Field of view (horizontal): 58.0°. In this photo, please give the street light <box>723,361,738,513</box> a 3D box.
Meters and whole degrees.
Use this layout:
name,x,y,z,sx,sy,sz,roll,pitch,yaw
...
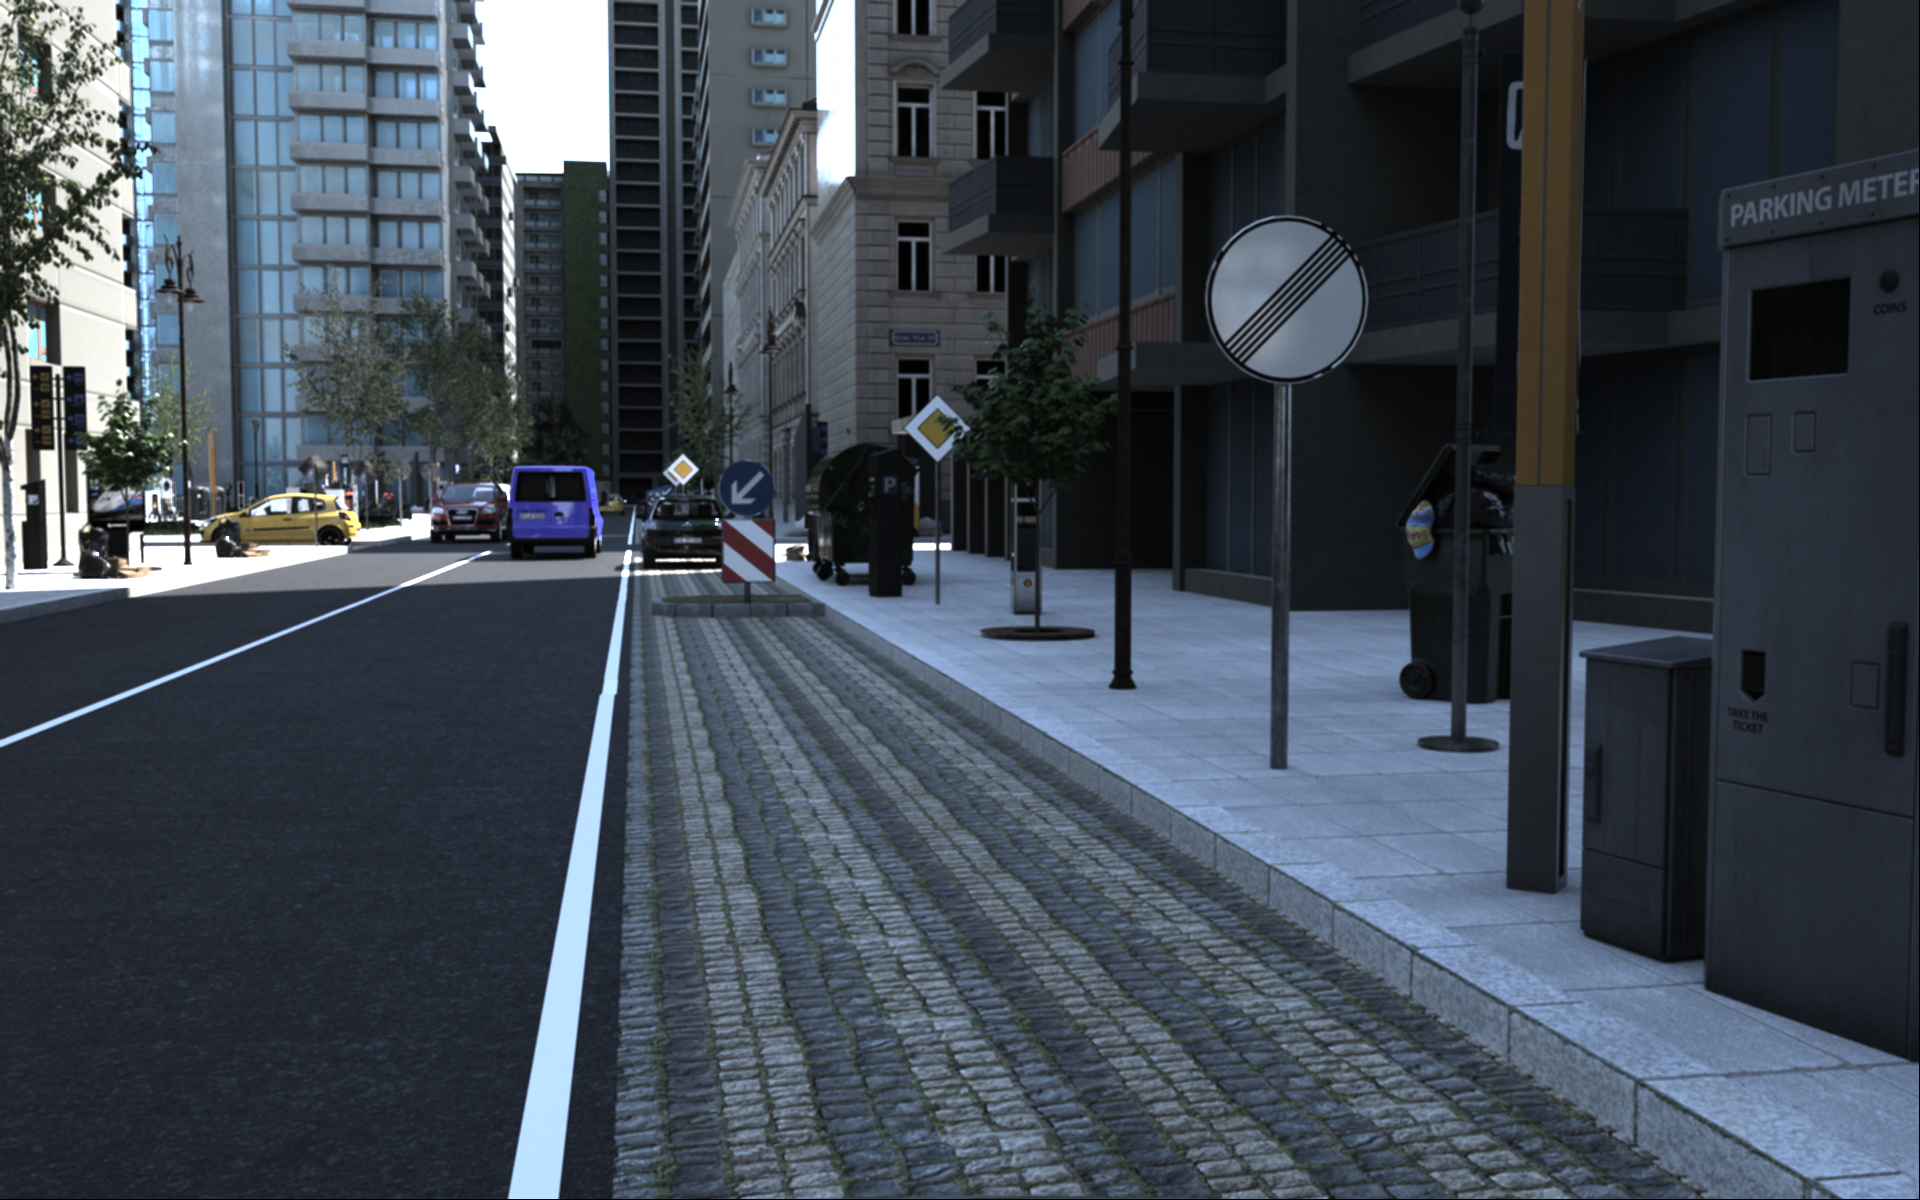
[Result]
name,x,y,z,sx,sy,sz,roll,pitch,yaw
street light,-7.952,-5.343,60.142,0.468,5.910,1.993,-1,4,-11

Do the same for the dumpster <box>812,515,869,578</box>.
name,x,y,z,sx,sy,sz,roll,pitch,yaw
dumpster,-1.649,-1.309,27.167,1.264,1.857,1.865,-1,4,-11

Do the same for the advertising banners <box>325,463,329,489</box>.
name,x,y,z,sx,sy,sz,roll,pitch,yaw
advertising banners,-35.772,-6.170,97.069,0.090,3.025,2.074,0,4,2

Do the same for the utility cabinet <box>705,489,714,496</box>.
name,x,y,z,sx,sy,sz,roll,pitch,yaw
utility cabinet,-11.593,-4.373,80.178,0.318,1.500,1.173,-1,4,-15

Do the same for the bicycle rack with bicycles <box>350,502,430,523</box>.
name,x,y,z,sx,sy,sz,roll,pitch,yaw
bicycle rack with bicycles,-26.079,-3.973,78.341,2.925,0.926,2.852,1,4,12

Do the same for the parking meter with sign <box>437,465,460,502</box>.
name,x,y,z,sx,sy,sz,roll,pitch,yaw
parking meter with sign,-30.544,-6.500,102.535,1.738,3.016,0.543,1,4,9

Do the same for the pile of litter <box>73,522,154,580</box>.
name,x,y,z,sx,sy,sz,roll,pitch,yaw
pile of litter,-13.092,-0.780,26.720,1.176,0.858,1.719,-1,4,-17

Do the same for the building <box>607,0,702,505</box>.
name,x,y,z,sx,sy,sz,roll,pitch,yaw
building,-33.699,-47.754,219.021,20.611,71.187,20.563,-1,4,-11

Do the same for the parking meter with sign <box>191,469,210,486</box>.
name,x,y,z,sx,sy,sz,roll,pitch,yaw
parking meter with sign,-51.934,-7.522,119.245,1.738,3.016,0.543,-1,4,-15

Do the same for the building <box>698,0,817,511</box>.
name,x,y,z,sx,sy,sz,roll,pitch,yaw
building,-10.495,-31.832,144.151,21.300,48.544,21.600,-1,4,-11

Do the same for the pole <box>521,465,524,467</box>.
name,x,y,z,sx,sy,sz,roll,pitch,yaw
pole,-31.103,-7.915,123.246,0.158,3.312,0.155,0,3,0

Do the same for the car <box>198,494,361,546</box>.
name,x,y,z,sx,sy,sz,roll,pitch,yaw
car,-17.982,-2.176,45.808,3.980,1.641,2.015,-1,4,-10

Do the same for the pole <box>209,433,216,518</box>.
name,x,y,z,sx,sy,sz,roll,pitch,yaw
pole,-24.844,-3.898,57.575,0.158,3.312,0.155,0,3,0

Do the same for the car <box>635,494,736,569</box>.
name,x,y,z,sx,sy,sz,roll,pitch,yaw
car,-5.466,-1.516,34.575,2.009,1.686,4.222,-1,4,-10

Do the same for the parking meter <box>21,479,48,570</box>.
name,x,y,z,sx,sy,sz,roll,pitch,yaw
parking meter,-15.760,-1.289,29.482,0.372,1.533,0.369,0,3,0

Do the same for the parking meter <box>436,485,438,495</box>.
name,x,y,z,sx,sy,sz,roll,pitch,yaw
parking meter,-32.750,-6.284,108.456,0.255,1.863,0.399,0,4,-1

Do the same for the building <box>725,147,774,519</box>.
name,x,y,z,sx,sy,sz,roll,pitch,yaw
building,-6.974,-16.070,98.898,11.583,22.565,21.152,-1,4,-11

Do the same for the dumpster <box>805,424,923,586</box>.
name,x,y,z,sx,sy,sz,roll,pitch,yaw
dumpster,-1.388,-1.374,24.962,1.502,2.255,1.985,-1,4,-10

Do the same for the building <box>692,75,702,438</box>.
name,x,y,z,sx,sy,sz,roll,pitch,yaw
building,-16.764,-34.502,183.720,23.786,49.044,30.456,-1,4,-11

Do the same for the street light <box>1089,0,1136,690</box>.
name,x,y,z,sx,sy,sz,roll,pitch,yaw
street light,1.075,-2.354,11.273,0.468,5.910,1.993,-1,4,-11

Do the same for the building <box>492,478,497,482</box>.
name,x,y,z,sx,sy,sz,roll,pitch,yaw
building,-64.078,-26.909,211.659,14.107,30.474,14.160,-1,4,-11

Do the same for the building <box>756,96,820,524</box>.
name,x,y,z,sx,sy,sz,roll,pitch,yaw
building,-3.201,-13.061,78.178,10.561,19.102,19.286,-1,4,-11

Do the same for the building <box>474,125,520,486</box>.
name,x,y,z,sx,sy,sz,roll,pitch,yaw
building,-57.515,-29.608,175.976,23.993,40.220,32.217,-1,4,-11

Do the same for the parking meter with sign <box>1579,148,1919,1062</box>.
name,x,y,z,sx,sy,sz,roll,pitch,yaw
parking meter with sign,2.247,-0.485,4.199,0.543,3.016,1.738,-1,4,-22

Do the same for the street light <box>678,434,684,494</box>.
name,x,y,z,sx,sy,sz,roll,pitch,yaw
street light,-19.936,-9.244,123.932,0.468,5.910,1.993,-1,4,-11

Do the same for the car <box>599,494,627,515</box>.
name,x,y,z,sx,sy,sz,roll,pitch,yaw
car,-23.760,-6.598,118.093,2.015,1.641,3.980,-1,4,-9

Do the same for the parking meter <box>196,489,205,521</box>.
name,x,y,z,sx,sy,sz,roll,pitch,yaw
parking meter,-36.525,-4.580,83.300,0.372,1.533,0.369,0,3,0

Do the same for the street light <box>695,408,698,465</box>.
name,x,y,z,sx,sy,sz,roll,pitch,yaw
street light,-14.022,-7.317,92.425,0.468,5.910,1.993,-1,4,-11

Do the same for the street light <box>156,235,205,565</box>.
name,x,y,z,sx,sy,sz,roll,pitch,yaw
street light,-13.953,-3.568,31.125,0.468,5.910,1.993,-1,4,-11

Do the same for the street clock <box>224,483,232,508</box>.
name,x,y,z,sx,sy,sz,roll,pitch,yaw
street clock,-49.389,-6.869,116.872,0.471,2.002,0.358,1,4,14

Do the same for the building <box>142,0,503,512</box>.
name,x,y,z,sx,sy,sz,roll,pitch,yaw
building,-48.661,-31.481,134.326,23.786,49.044,30.456,-1,4,-11

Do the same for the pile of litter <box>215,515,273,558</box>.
name,x,y,z,sx,sy,sz,roll,pitch,yaw
pile of litter,-14.655,-1.311,35.393,1.176,0.858,1.719,0,4,-4

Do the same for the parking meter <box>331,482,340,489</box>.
name,x,y,z,sx,sy,sz,roll,pitch,yaw
parking meter,-31.291,-4.960,86.807,0.399,1.863,0.255,2,4,35

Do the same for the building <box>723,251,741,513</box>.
name,x,y,z,sx,sy,sz,roll,pitch,yaw
building,-10.418,-16.088,117.782,10.420,20.320,16.860,-1,4,-11

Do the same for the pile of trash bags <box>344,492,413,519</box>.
name,x,y,z,sx,sy,sz,roll,pitch,yaw
pile of trash bags,-29.934,-4.826,88.655,1.912,1.369,3.447,3,5,43

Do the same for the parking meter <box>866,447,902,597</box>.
name,x,y,z,sx,sy,sz,roll,pitch,yaw
parking meter,-0.947,-0.975,21.649,0.399,1.863,0.255,-2,4,-30

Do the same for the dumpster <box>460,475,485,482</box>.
name,x,y,z,sx,sy,sz,roll,pitch,yaw
dumpster,-24.394,-5.165,86.934,1.502,2.255,1.985,-1,4,-10

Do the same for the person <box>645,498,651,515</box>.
name,x,y,z,sx,sy,sz,roll,pitch,yaw
person,-21.579,-6.479,119.935,0.738,1.151,1.012,0,4,4

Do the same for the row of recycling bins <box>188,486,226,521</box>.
name,x,y,z,sx,sy,sz,roll,pitch,yaw
row of recycling bins,-37.314,-4.806,85.691,1.069,1.692,3.534,0,4,-4

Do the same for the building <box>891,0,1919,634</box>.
name,x,y,z,sx,sy,sz,roll,pitch,yaw
building,11.545,-22.806,27.510,22.147,44.769,28.867,-1,4,-11

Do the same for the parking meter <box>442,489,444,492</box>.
name,x,y,z,sx,sy,sz,roll,pitch,yaw
parking meter,-22.535,-4.140,76.094,0.372,1.533,0.369,0,3,0

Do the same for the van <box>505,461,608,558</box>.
name,x,y,z,sx,sy,sz,roll,pitch,yaw
van,-9.374,-2.198,40.321,2.240,2.365,5.245,-1,4,-10

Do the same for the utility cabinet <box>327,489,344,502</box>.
name,x,y,z,sx,sy,sz,roll,pitch,yaw
utility cabinet,-29.710,-4.482,81.964,1.173,1.500,0.318,1,4,17

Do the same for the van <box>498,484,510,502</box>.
name,x,y,z,sx,sy,sz,roll,pitch,yaw
van,-18.804,-3.830,69.626,2.013,2.044,4.112,-1,4,-11

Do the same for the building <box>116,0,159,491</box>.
name,x,y,z,sx,sy,sz,roll,pitch,yaw
building,-85.352,-52.670,173.821,31.000,86.520,22.319,-1,4,-11

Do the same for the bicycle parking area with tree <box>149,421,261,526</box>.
name,x,y,z,sx,sy,sz,roll,pitch,yaw
bicycle parking area with tree,-30.163,-4.932,67.646,8.231,4.147,9.016,1,4,14

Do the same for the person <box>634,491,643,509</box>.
name,x,y,z,sx,sy,sz,roll,pitch,yaw
person,-31.899,-9.945,171.928,0.721,1.723,1.217,2,4,35

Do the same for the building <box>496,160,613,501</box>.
name,x,y,z,sx,sy,sz,roll,pitch,yaw
building,-50.261,-32.448,214.126,14.086,41.232,14.154,-1,4,-11

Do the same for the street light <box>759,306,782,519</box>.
name,x,y,z,sx,sy,sz,roll,pitch,yaw
street light,-4.671,-4.281,42.775,0.468,5.910,1.993,-1,4,-11

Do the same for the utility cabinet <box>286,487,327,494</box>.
name,x,y,z,sx,sy,sz,roll,pitch,yaw
utility cabinet,-22.125,-3.049,58.528,1.173,1.500,0.318,-2,4,-24

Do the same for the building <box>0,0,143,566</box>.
name,x,y,z,sx,sy,sz,roll,pitch,yaw
building,-30.363,-10.871,22.778,28.899,21.520,27.650,-1,4,-11

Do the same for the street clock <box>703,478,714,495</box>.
name,x,y,z,sx,sy,sz,roll,pitch,yaw
street clock,-11.073,-4.383,76.225,0.471,2.002,0.358,-1,4,-11

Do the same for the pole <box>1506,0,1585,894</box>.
name,x,y,z,sx,sy,sz,roll,pitch,yaw
pole,1.884,-0.716,5.556,0.158,3.312,0.155,0,3,0

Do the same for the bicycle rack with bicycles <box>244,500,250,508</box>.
name,x,y,z,sx,sy,sz,roll,pitch,yaw
bicycle rack with bicycles,-44.933,-5.998,111.449,2.852,0.926,2.925,2,4,32

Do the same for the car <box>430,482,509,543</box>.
name,x,y,z,sx,sy,sz,roll,pitch,yaw
car,-14.905,-2.707,52.930,2.281,1.827,5.304,-1,4,-9

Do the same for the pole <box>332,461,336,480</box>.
name,x,y,z,sx,sy,sz,roll,pitch,yaw
pole,-38.699,-6.928,107.120,0.158,3.312,0.155,0,3,0

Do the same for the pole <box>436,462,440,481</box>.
name,x,y,z,sx,sy,sz,roll,pitch,yaw
pole,-33.266,-7.132,110.452,0.158,3.312,0.155,0,3,0

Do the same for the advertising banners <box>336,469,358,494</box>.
name,x,y,z,sx,sy,sz,roll,pitch,yaw
advertising banners,-42.775,-7.598,120.413,2.074,3.025,0.090,1,4,19

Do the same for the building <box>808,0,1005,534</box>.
name,x,y,z,sx,sy,sz,roll,pitch,yaw
building,7.546,-16.177,61.750,25.104,27.353,12.463,-1,4,-11
